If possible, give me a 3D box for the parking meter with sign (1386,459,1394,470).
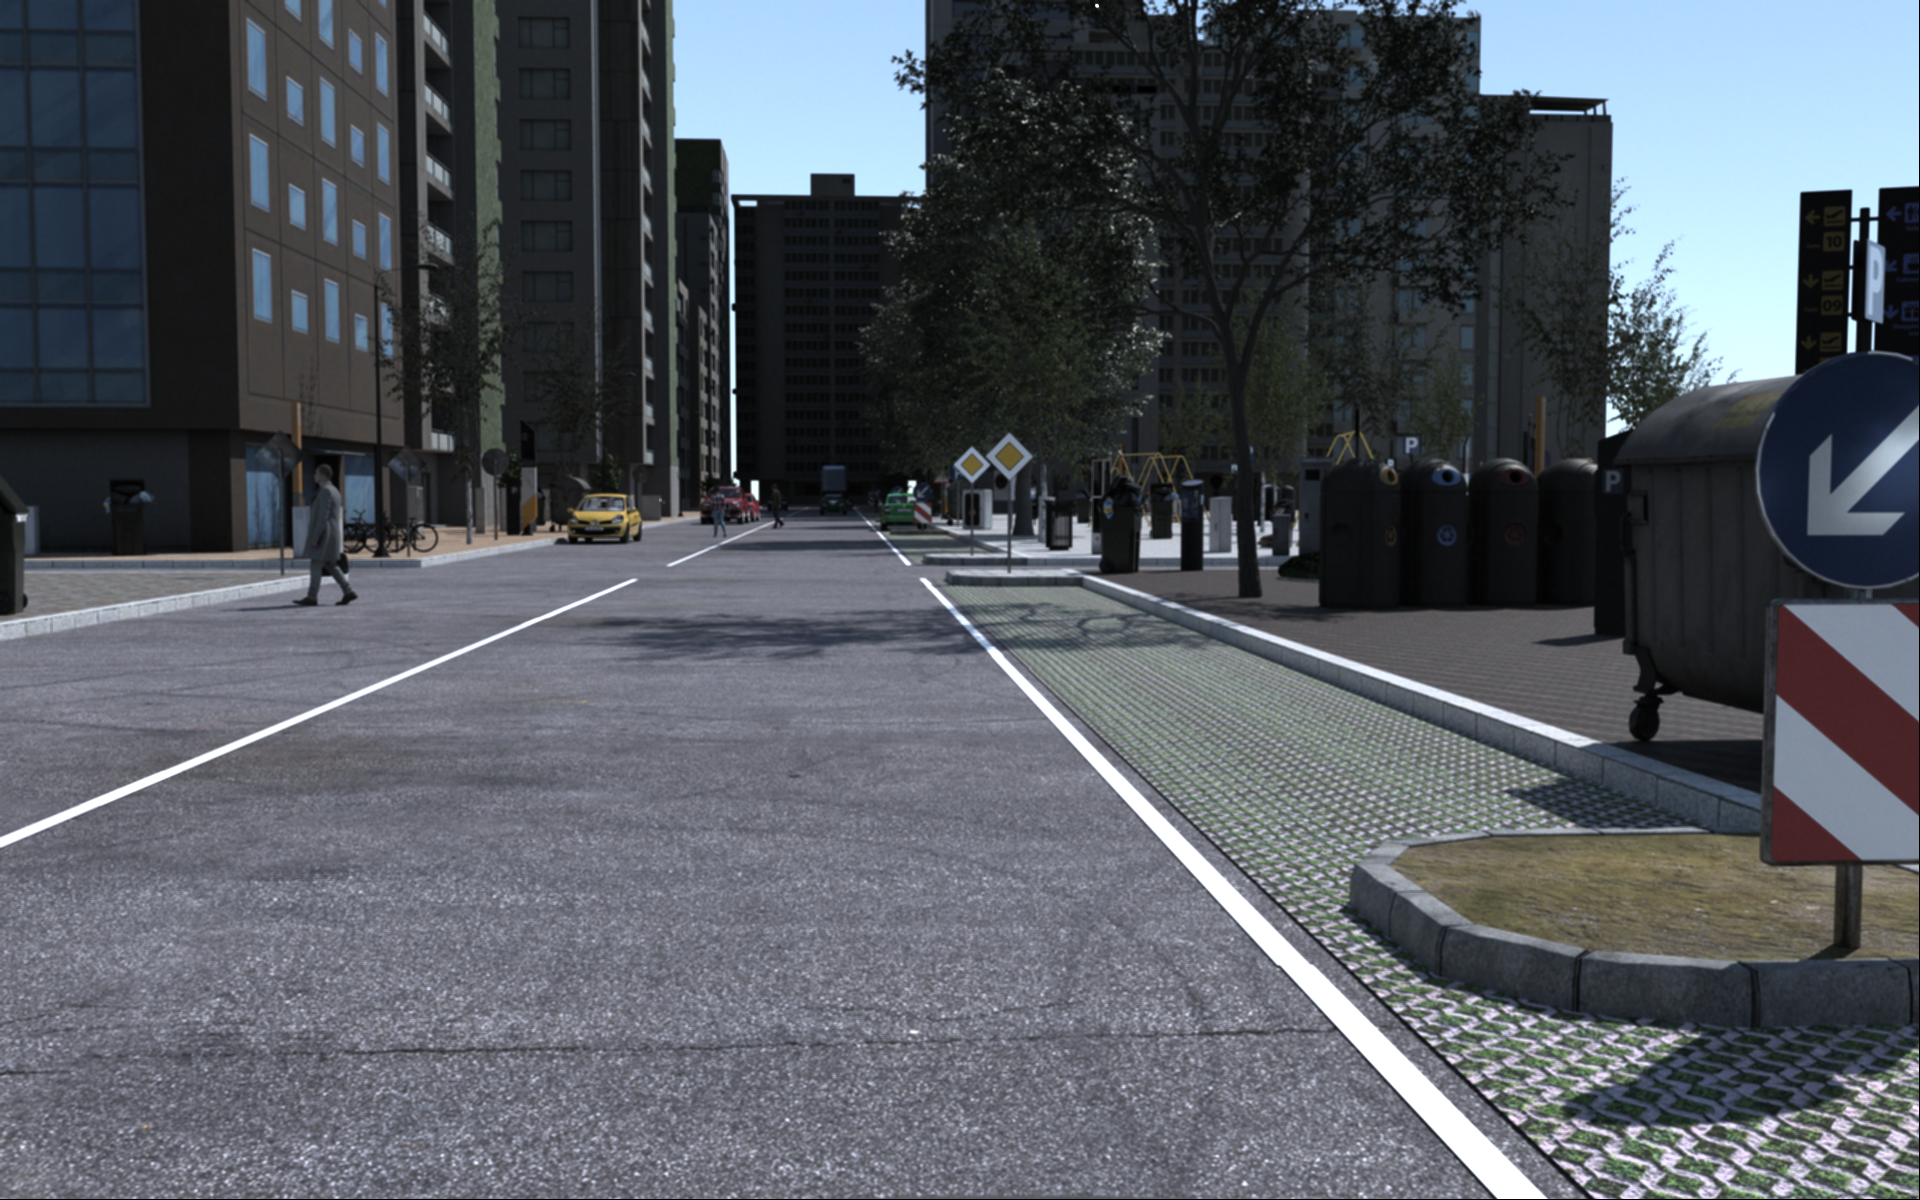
[{"bbox_3d":[20.855,-5.531,86.699,0.543,3.016,1.738,-3,4,-36],"label":"parking meter with sign"}]

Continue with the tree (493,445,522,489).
[{"bbox_3d":[-17.466,-4.504,68.248,1.663,3.219,1.824,0,3,0],"label":"tree"}]

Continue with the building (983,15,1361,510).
[{"bbox_3d":[14.237,-27.698,144.746,32.217,40.220,23.993,0,4,-4],"label":"building"}]

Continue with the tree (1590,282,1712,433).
[{"bbox_3d":[24.110,-6.772,61.084,4.737,8.622,4.395,0,3,0],"label":"tree"}]

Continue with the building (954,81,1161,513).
[{"bbox_3d":[6.424,-21.621,125.207,14.160,30.474,14.107,0,4,-4],"label":"building"}]

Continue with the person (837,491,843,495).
[{"bbox_3d":[-9.884,-8.209,143.527,0.445,1.727,0.742,1,4,17],"label":"person"}]

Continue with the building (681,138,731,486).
[{"bbox_3d":[-34.152,-31.710,202.058,14.086,41.232,14.154,0,4,-4],"label":"building"}]

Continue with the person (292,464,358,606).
[{"bbox_3d":[-8.176,-0.835,22.252,0.767,1.812,0.694,0,4,-6],"label":"person"}]

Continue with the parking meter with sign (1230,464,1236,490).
[{"bbox_3d":[16.318,-6.383,100.623,0.543,3.016,1.738,-1,4,-19],"label":"parking meter with sign"}]

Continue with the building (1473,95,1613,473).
[{"bbox_3d":[58.184,-30.433,181.173,14.086,41.232,14.154,0,4,-4],"label":"building"}]

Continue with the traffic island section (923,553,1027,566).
[{"bbox_3d":[0.270,-0.842,36.043,2.009,0.180,2.903,0,4,-4],"label":"traffic island section"}]

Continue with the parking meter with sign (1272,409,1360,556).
[{"bbox_3d":[7.367,-2.422,35.861,1.738,3.016,0.543,1,4,14],"label":"parking meter with sign"}]

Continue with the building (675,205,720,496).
[{"bbox_3d":[-31.554,-24.655,174.811,14.107,30.474,14.160,0,4,-4],"label":"building"}]

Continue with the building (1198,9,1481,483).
[{"bbox_3d":[36.075,-33.953,174.746,30.456,49.044,23.786,0,4,-4],"label":"building"}]

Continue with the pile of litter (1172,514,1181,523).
[{"bbox_3d":[9.541,-3.929,78.211,1.719,0.858,1.176,0,4,1],"label":"pile of litter"}]

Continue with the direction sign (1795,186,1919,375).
[{"bbox_3d":[6.715,-1.281,12.949,0.876,3.537,0.379,1,4,18],"label":"direction sign"}]

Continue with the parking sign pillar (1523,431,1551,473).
[{"bbox_3d":[24.876,-5.268,74.601,1.447,3.967,1.447,-2,4,-24],"label":"parking sign pillar"}]

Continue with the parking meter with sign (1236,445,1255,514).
[{"bbox_3d":[10.323,-4.032,62.184,0.543,3.016,1.738,1,4,11],"label":"parking meter with sign"}]

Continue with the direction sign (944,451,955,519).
[{"bbox_3d":[-0.551,-6.019,90.403,0.379,3.537,0.876,-3,5,-41],"label":"direction sign"}]

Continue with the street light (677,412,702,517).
[{"bbox_3d":[-15.359,-7.701,98.455,1.470,5.913,1.316,0,4,-4],"label":"street light"}]

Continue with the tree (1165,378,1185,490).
[{"bbox_3d":[13.785,-9.449,104.848,4.737,8.622,4.395,0,3,0],"label":"tree"}]

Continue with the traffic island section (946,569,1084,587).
[{"bbox_3d":[0.818,-0.354,28.077,2.009,0.180,2.903,0,4,-4],"label":"traffic island section"}]

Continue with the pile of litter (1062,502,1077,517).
[{"bbox_3d":[6.233,-5.243,99.681,1.176,0.858,1.719,1,4,18],"label":"pile of litter"}]

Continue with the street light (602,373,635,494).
[{"bbox_3d":[-13.185,-5.759,66.704,1.470,5.913,1.316,0,4,-4],"label":"street light"}]

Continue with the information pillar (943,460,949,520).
[{"bbox_3d":[-0.656,-5.814,86.420,0.183,3.616,0.504,-1,4,-20],"label":"information pillar"}]

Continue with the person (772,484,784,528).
[{"bbox_3d":[-7.705,-3.936,72.768,0.656,1.842,0.836,2,4,34],"label":"person"}]

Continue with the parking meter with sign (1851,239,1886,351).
[{"bbox_3d":[6.945,-0.937,11.578,1.738,3.016,0.543,3,5,40],"label":"parking meter with sign"}]

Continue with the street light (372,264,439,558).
[{"bbox_3d":[-11.207,-3.821,35.019,1.470,5.913,1.316,0,4,-4],"label":"street light"}]

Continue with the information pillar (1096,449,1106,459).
[{"bbox_3d":[6.840,-5.674,84.122,0.504,3.616,0.183,-1,4,-12],"label":"information pillar"}]

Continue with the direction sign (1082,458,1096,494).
[{"bbox_3d":[8.027,-7.068,107.565,0.876,3.537,0.379,1,4,18],"label":"direction sign"}]

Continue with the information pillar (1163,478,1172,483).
[{"bbox_3d":[9.540,-4.595,79.616,0.304,2.012,0.304,-3,5,-43],"label":"information pillar"}]

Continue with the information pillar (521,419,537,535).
[{"bbox_3d":[-13.371,-3.812,53.682,0.504,3.616,0.183,1,4,12],"label":"information pillar"}]

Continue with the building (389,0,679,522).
[{"bbox_3d":[-23.083,-25.078,93.614,14.154,41.232,14.086,0,4,-4],"label":"building"}]

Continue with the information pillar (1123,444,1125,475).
[{"bbox_3d":[7.597,-5.460,80.631,0.183,3.616,0.504,0,4,-3],"label":"information pillar"}]

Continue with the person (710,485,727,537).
[{"bbox_3d":[-8.076,-2.964,57.798,0.563,1.720,0.643,-2,4,-27],"label":"person"}]

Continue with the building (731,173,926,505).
[{"bbox_3d":[-15.608,-31.856,212.723,23.993,40.220,32.217,0,4,-4],"label":"building"}]

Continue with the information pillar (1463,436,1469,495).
[{"bbox_3d":[20.457,-4.813,70.052,0.183,3.616,0.504,2,4,34],"label":"information pillar"}]

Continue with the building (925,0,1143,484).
[{"bbox_3d":[7.098,-38.398,169.813,21.231,58.520,28.212,0,4,-4],"label":"building"}]

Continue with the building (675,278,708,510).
[{"bbox_3d":[-37.230,-18.786,152.192,27.650,21.520,28.899,0,4,-4],"label":"building"}]

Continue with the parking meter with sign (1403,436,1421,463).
[{"bbox_3d":[14.128,-3.460,52.839,0.543,3.016,1.738,3,5,39],"label":"parking meter with sign"}]

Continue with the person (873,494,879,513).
[{"bbox_3d":[-6.279,-7.222,129.808,0.421,1.427,0.697,1,4,12],"label":"person"}]

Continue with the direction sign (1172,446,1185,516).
[{"bbox_3d":[10.421,-5.540,82.578,0.379,3.537,0.876,-2,4,-33],"label":"direction sign"}]

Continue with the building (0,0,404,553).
[{"bbox_3d":[-22.962,-24.022,42.873,14.600,45.320,14.200,0,4,-4],"label":"building"}]

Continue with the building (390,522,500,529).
[{"bbox_3d":[-25.763,-23.325,64.960,14.154,41.232,14.086,0,4,-4],"label":"building"}]

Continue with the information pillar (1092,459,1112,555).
[{"bbox_3d":[3.007,-1.977,36.822,0.304,2.012,0.304,3,5,40],"label":"information pillar"}]
